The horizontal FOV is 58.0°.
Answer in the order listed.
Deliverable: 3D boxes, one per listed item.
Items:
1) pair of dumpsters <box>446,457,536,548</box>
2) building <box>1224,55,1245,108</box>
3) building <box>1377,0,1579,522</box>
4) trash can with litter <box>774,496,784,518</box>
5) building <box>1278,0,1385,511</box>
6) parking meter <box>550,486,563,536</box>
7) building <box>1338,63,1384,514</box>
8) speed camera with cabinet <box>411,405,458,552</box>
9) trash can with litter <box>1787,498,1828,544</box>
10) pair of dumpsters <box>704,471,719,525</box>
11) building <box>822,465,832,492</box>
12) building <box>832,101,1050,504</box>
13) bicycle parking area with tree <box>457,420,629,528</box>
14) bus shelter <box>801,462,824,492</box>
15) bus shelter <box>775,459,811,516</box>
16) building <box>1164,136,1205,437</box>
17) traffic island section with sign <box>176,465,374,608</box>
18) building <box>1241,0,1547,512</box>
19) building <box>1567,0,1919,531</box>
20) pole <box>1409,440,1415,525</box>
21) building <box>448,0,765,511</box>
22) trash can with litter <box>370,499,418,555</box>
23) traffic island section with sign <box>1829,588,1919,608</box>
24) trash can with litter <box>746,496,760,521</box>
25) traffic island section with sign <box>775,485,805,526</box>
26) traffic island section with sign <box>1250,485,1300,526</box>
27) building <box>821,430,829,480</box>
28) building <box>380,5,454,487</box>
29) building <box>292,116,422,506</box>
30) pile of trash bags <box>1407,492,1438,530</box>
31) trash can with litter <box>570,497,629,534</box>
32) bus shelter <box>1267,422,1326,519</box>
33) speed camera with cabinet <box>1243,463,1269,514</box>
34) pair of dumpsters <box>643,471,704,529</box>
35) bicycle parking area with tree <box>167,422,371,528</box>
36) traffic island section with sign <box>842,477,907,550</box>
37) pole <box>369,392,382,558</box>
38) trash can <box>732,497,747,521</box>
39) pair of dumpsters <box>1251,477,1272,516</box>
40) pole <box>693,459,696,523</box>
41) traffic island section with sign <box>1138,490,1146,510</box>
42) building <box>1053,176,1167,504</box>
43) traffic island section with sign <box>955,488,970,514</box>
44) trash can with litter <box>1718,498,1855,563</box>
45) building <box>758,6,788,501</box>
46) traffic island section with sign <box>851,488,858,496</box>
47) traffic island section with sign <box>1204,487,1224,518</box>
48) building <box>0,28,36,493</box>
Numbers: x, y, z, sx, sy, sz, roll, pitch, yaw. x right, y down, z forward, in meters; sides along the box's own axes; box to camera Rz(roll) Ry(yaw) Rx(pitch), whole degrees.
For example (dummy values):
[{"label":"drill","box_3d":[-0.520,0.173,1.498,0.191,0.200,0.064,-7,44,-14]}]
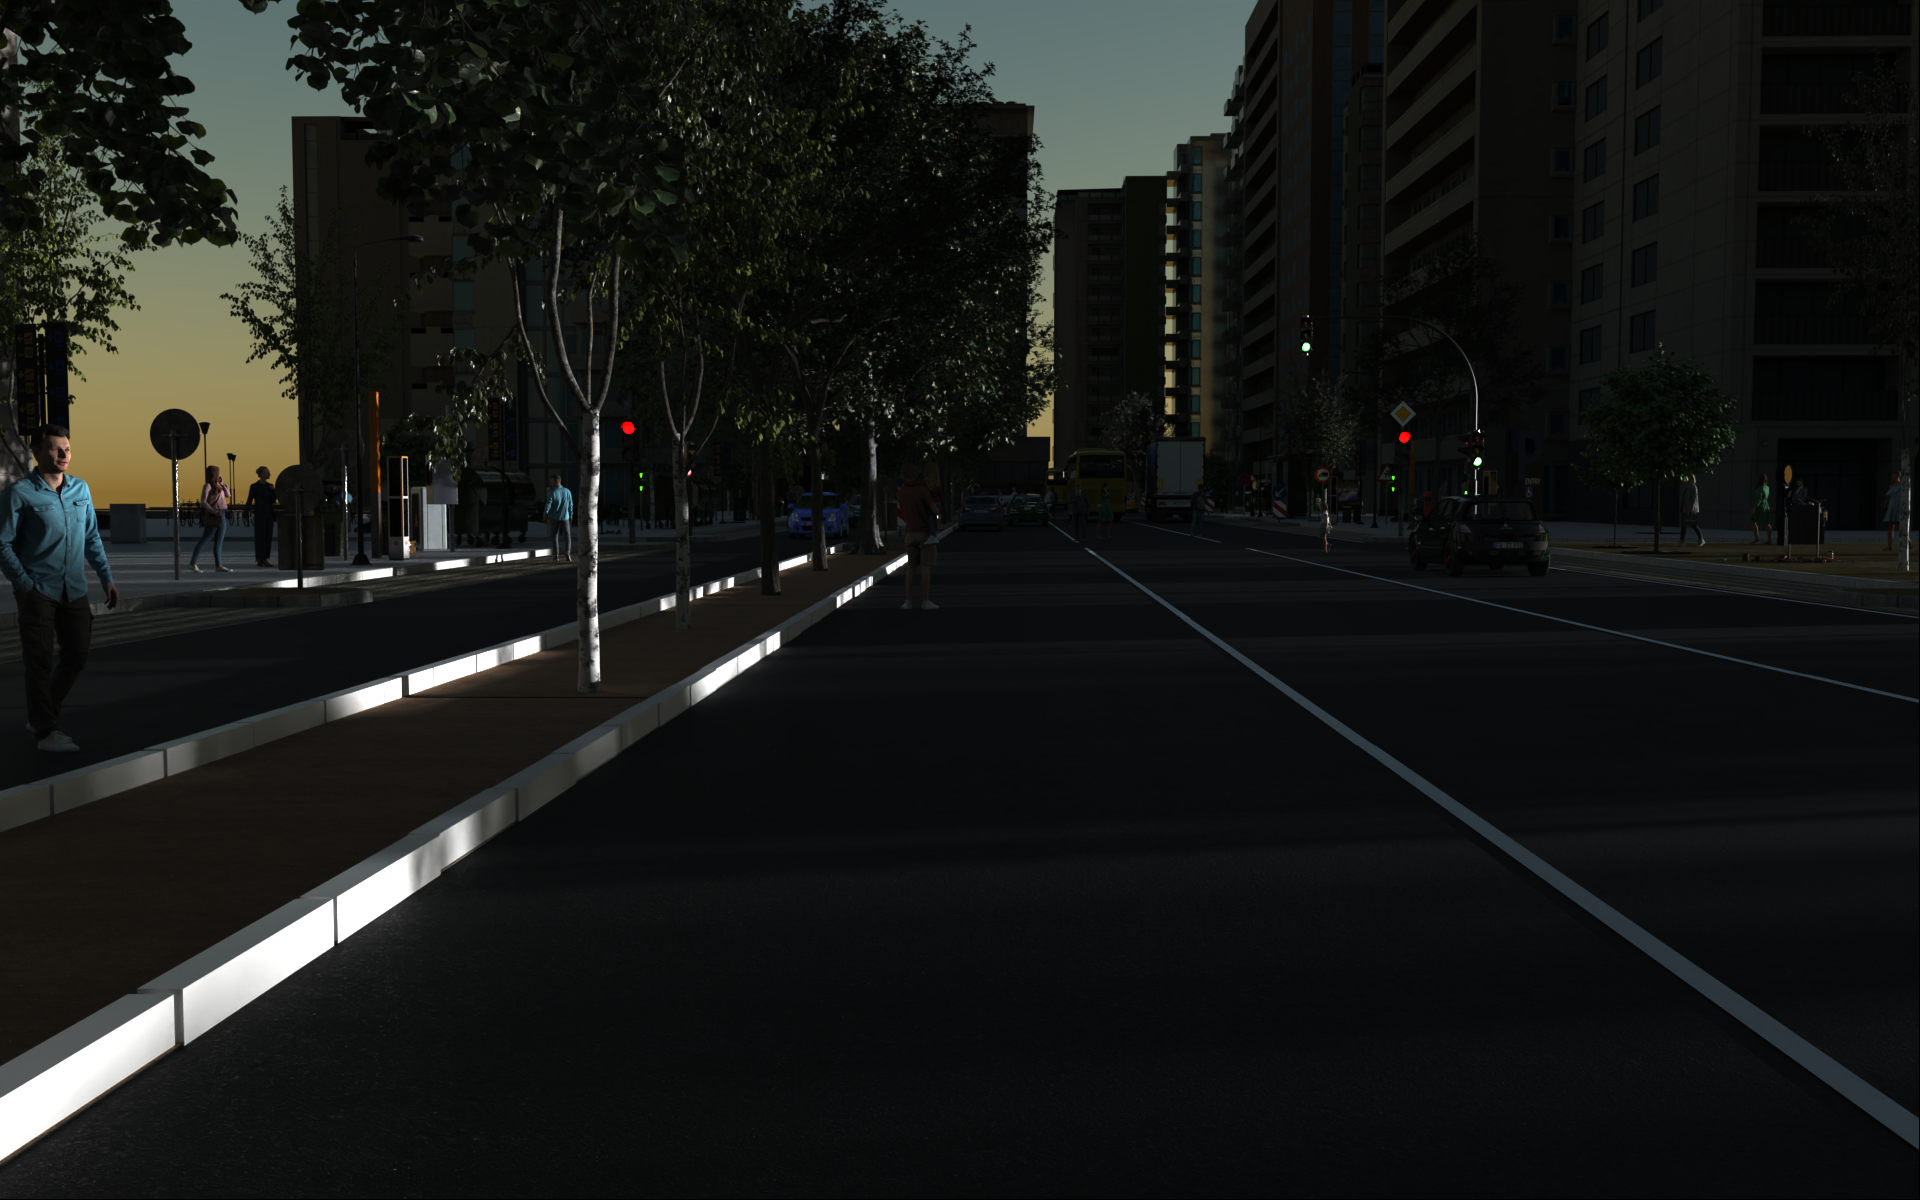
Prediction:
[{"label":"pair of dumpsters","box_3d":[-11.958,-2.499,43.345,1.574,2.255,4.437,0,4,2]},{"label":"building","box_3d":[39.213,-34.211,178.962,23.786,49.044,30.456,0,4,2]},{"label":"building","box_3d":[34.839,-28.486,89.449,21.300,48.544,21.600,0,4,2]},{"label":"trash can with litter","box_3d":[-10.110,-5.073,94.338,1.055,1.170,0.624,0,4,-1]},{"label":"building","box_3d":[32.865,-29.607,134.191,14.600,45.320,14.200,0,4,2]},{"label":"parking meter","box_3d":[-12.474,-2.757,53.494,0.372,1.533,0.369,0,3,0]},{"label":"building","box_3d":[33.319,-21.282,119.657,14.160,30.474,14.107,0,4,2]},{"label":"speed camera with cabinet","box_3d":[-11.920,-2.745,39.217,0.660,3.252,2.038,-2,4,-31]},{"label":"trash can with litter","box_3d":[21.591,-2.011,44.272,0.624,1.170,1.055,-3,4,-37]},{"label":"pair of dumpsters","box_3d":[-10.869,-4.141,70.202,1.574,2.255,4.437,0,4,2]},{"label":"building","box_3d":[-29.360,-39.402,233.468,27.495,52.752,28.713,0,4,2]},{"label":"building","box_3d":[-1.831,-39.374,233.000,27.495,52.752,28.713,0,4,2]},{"label":"bicycle parking area with tree","box_3d":[-16.731,-4.915,67.355,8.231,4.147,9.016,0,4,-3]},{"label":"bus shelter","box_3d":[-10.168,-7.271,112.799,2.014,3.302,5.546,0,4,2]},{"label":"bus shelter","box_3d":[-9.564,-6.744,101.548,1.731,3.624,6.357,0,4,2]},{"label":"building","box_3d":[42.107,-37.287,229.243,30.456,49.044,23.786,0,4,2]},{"label":"traffic island section with sign","box_3d":[-8.831,-0.857,22.642,1.989,1.847,2.006,0,4,2]},{"label":"building","box_3d":[37.055,-32.352,152.664,21.300,48.544,21.600,0,4,2]},{"label":"building","box_3d":[38.067,-38.506,67.824,20.611,71.187,20.563,0,4,2]},{"label":"pole","box_3d":[17.179,-4.404,65.851,0.158,3.312,0.155,0,3,0]},{"label":"building","box_3d":[-28.184,-32.018,143.101,23.786,49.044,30.456,0,4,2]},{"label":"trash can with litter","box_3d":[-11.968,-1.548,36.700,0.624,1.170,1.055,1,4,11]},{"label":"traffic island section with sign","box_3d":[12.497,-0.845,22.444,1.989,1.847,2.006,0,4,2]},{"label":"trash can with litter","box_3d":[-10.058,-4.519,84.946,1.678,1.210,2.233,0,4,5]},{"label":"traffic island section with sign","box_3d":[-7.272,-4.231,77.801,1.989,1.847,2.006,0,4,2]},{"label":"traffic island section with sign","box_3d":[14.043,-4.205,77.381,1.989,1.847,2.006,0,4,2]},{"label":"building","box_3d":[-21.663,-25.541,189.290,14.107,30.474,14.160,0,4,2]},{"label":"building","box_3d":[-42.720,-36.259,182.076,27.495,52.752,28.713,0,4,2]},{"label":"building","box_3d":[-63.464,-31.004,190.509,14.086,41.232,14.154,0,4,2]},{"label":"pile of trash bags","box_3d":[16.992,-3.210,62.233,1.912,1.369,3.447,1,4,19]},{"label":"trash can with litter","box_3d":[-11.449,-2.714,55.428,2.233,1.210,1.678,2,4,34]},{"label":"bus shelter","box_3d":[17.942,-7.097,93.672,2.179,5.291,8.768,0,4,2]},{"label":"speed camera with cabinet","box_3d":[18.875,-7.076,110.036,0.660,3.252,2.038,-2,4,-31]},{"label":"pair of dumpsters","box_3d":[-10.882,-3.820,64.952,1.574,2.255,4.437,0,4,1]},{"label":"bicycle parking area with tree","box_3d":[-28.070,-5.128,70.838,8.231,4.147,9.016,-1,4,-22]},{"label":"traffic island section with sign","box_3d":[-1.978,-2.254,44.987,2.006,1.907,1.989,0,4,2]},{"label":"pole","box_3d":[-11.686,-2.494,34.614,0.158,3.312,0.155,0,3,0]},{"label":"trash can","box_3d":[-10.355,-4.267,81.412,0.748,1.137,0.748,0,3,0]},{"label":"pair of dumpsters","box_3d":[18.346,-6.124,102.620,1.574,2.255,4.437,0,4,2]},{"label":"pole","box_3d":[-11.736,-5.044,76.317,0.158,3.312,0.155,0,3,0]},{"label":"traffic island section with sign","box_3d":[16.203,-8.893,154.020,1.989,1.847,2.006,0,4,2]},{"label":"building","box_3d":[19.275,-33.125,225.189,14.086,41.232,14.154,0,4,2]},{"label":"traffic island section with sign","box_3d":[0.351,-7.301,127.500,2.006,1.907,1.989,0,4,2]},{"label":"trash can with litter","box_3d":[15.682,-1.340,32.969,2.233,1.210,1.678,3,5,42]},{"label":"building","box_3d":[-25.096,-44.623,167.834,20.563,71.187,20.611,0,4,2]},{"label":"traffic island section with sign","box_3d":[-6.490,-5.906,105.186,1.989,1.847,2.006,0,4,2]},{"label":"traffic island section with sign","box_3d":[14.816,-5.853,104.325,1.989,1.847,2.006,0,4,2]},{"label":"building","box_3d":[-31.138,-11.520,30.151,24.055,21.916,13.314,0,4,2]}]
